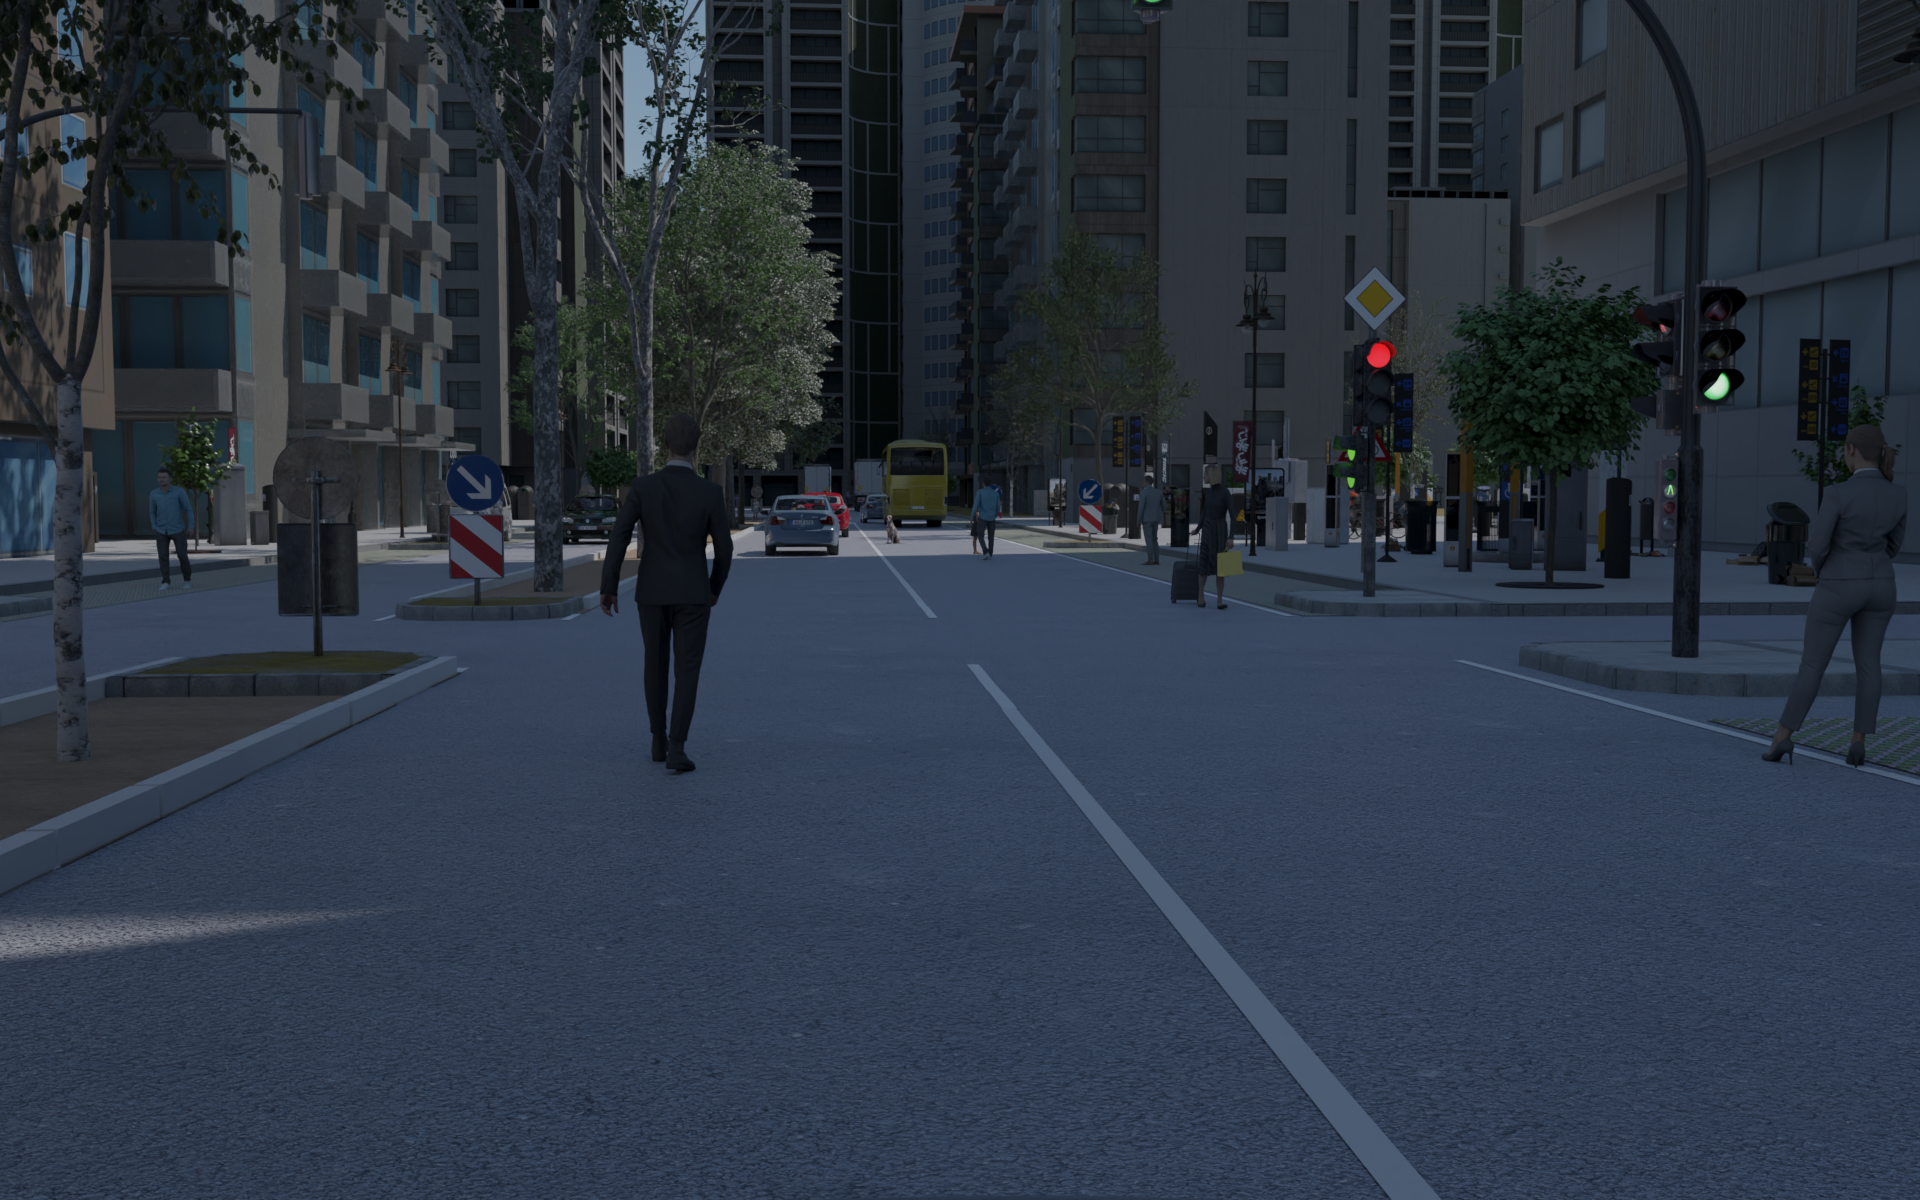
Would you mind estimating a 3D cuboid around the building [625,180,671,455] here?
[{"bbox_3d":[-34.859,-23.824,161.229,14.107,30.474,14.160,0,4,-4],"label":"building"}]

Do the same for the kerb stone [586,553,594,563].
[{"bbox_3d":[-7.827,-0.850,36.127,0.120,0.150,1.000,0,4,-4],"label":"kerb stone"}]

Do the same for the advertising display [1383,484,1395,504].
[{"bbox_3d":[24.229,-5.656,97.688,0.974,1.923,0.123,1,4,10],"label":"advertising display"}]

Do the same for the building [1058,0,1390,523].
[{"bbox_3d":[11.430,-18.987,82.140,14.160,30.474,14.107,0,4,-4],"label":"building"}]

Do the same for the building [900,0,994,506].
[{"bbox_3d":[7.518,-39.764,192.143,28.212,58.520,21.231,0,4,-4],"label":"building"}]

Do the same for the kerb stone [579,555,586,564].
[{"bbox_3d":[-7.757,-0.790,35.105,0.120,0.150,1.000,0,4,-4],"label":"kerb stone"}]

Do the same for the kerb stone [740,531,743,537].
[{"bbox_3d":[-7.277,-2.113,56.745,0.120,0.150,1.000,0,4,-4],"label":"kerb stone"}]

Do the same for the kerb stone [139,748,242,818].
[{"bbox_3d":[-3.622,0.859,8.149,0.120,0.150,1.000,0,4,-4],"label":"kerb stone"}]

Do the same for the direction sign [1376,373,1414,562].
[{"bbox_3d":[8.065,-2.484,32.618,0.876,3.537,0.379,1,4,19],"label":"direction sign"}]

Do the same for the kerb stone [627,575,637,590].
[{"bbox_3d":[-4.977,-0.236,26.056,0.120,0.150,1.000,0,4,-4],"label":"kerb stone"}]

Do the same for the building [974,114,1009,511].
[{"bbox_3d":[7.895,-22.245,135.406,14.160,30.474,14.107,0,4,-4],"label":"building"}]

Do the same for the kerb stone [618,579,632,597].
[{"bbox_3d":[-4.895,-0.174,25.035,0.120,0.150,1.000,0,4,-4],"label":"kerb stone"}]

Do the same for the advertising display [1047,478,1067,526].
[{"bbox_3d":[3.901,-3.943,69.675,0.974,1.923,0.123,-3,5,-41],"label":"advertising display"}]

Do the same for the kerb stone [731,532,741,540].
[{"bbox_3d":[-7.198,-2.051,55.726,0.120,0.150,1.000,0,4,-4],"label":"kerb stone"}]

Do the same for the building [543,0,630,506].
[{"bbox_3d":[-35.533,-42.841,138.702,20.563,71.187,20.611,0,4,-4],"label":"building"}]

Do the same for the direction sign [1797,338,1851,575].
[{"bbox_3d":[12.644,-2.044,25.409,0.876,3.537,0.379,-1,4,-16],"label":"direction sign"}]

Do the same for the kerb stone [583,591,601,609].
[{"bbox_3d":[-4.673,0.017,21.961,0.120,0.150,1.000,0,4,-4],"label":"kerb stone"}]

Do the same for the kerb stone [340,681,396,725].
[{"bbox_3d":[-3.855,0.672,11.211,0.120,0.150,1.000,0,4,-4],"label":"kerb stone"}]

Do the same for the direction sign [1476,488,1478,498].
[{"bbox_3d":[24.556,-5.518,82.220,0.876,3.537,0.379,2,4,33],"label":"direction sign"}]

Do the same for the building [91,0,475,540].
[{"bbox_3d":[-30.794,-26.898,59.398,23.786,49.044,30.456,0,4,-4],"label":"building"}]

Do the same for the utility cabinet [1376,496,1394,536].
[{"bbox_3d":[13.086,-2.620,53.999,0.306,1.237,1.020,-1,4,-23],"label":"utility cabinet"}]

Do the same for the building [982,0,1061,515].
[{"bbox_3d":[14.012,-30.176,112.994,23.786,49.044,30.456,0,4,-4],"label":"building"}]

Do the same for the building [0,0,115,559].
[{"bbox_3d":[-25.055,-23.207,29.550,14.600,45.320,14.200,0,4,-4],"label":"building"}]

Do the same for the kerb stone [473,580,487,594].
[{"bbox_3d":[-6.989,-0.164,24.874,0.120,0.150,1.000,0,4,-4],"label":"kerb stone"}]

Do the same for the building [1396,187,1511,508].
[{"bbox_3d":[43.411,-24.162,166.757,14.107,30.474,14.160,0,4,-4],"label":"building"}]

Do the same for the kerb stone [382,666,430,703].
[{"bbox_3d":[-3.937,0.609,12.234,0.120,0.150,1.000,0,4,-4],"label":"kerb stone"}]

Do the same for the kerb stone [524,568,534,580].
[{"bbox_3d":[-7.302,-0.409,28.972,0.120,0.150,1.000,0,4,-4],"label":"kerb stone"}]

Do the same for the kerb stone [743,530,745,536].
[{"bbox_3d":[-7.350,-2.175,57.765,0.120,0.150,1.000,0,4,-4],"label":"kerb stone"}]

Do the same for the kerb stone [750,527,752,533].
[{"bbox_3d":[-7.736,-2.484,62.876,0.120,0.150,1.000,0,4,-4],"label":"kerb stone"}]

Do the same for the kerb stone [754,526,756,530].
[{"bbox_3d":[-7.959,-2.676,65.942,0.120,0.150,1.000,0,4,-4],"label":"kerb stone"}]

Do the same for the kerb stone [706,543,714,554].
[{"bbox_3d":[-6.275,-1.293,43.433,0.120,0.150,1.000,0,4,-4],"label":"kerb stone"}]

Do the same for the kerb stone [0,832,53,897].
[{"bbox_3d":[-3.469,0.986,6.098,0.120,0.150,1.000,0,4,-4],"label":"kerb stone"}]

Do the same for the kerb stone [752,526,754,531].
[{"bbox_3d":[-7.884,-2.613,64.922,0.120,0.150,1.000,0,4,-4],"label":"kerb stone"}]

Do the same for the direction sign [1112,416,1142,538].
[{"bbox_3d":[4.852,-3.572,50.394,0.876,3.537,0.379,2,4,25],"label":"direction sign"}]

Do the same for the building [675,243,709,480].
[{"bbox_3d":[-34.350,-25.370,186.507,14.107,30.474,14.160,0,4,-4],"label":"building"}]

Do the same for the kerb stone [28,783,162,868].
[{"bbox_3d":[-3.548,0.922,7.124,0.120,0.150,1.000,0,4,-4],"label":"kerb stone"}]

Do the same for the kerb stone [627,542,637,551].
[{"bbox_3d":[-8.451,-1.348,44.293,0.120,0.150,1.000,0,4,-4],"label":"kerb stone"}]

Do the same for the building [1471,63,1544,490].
[{"bbox_3d":[58.450,-29.592,167.428,14.086,41.232,14.154,0,4,-4],"label":"building"}]

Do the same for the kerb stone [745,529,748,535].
[{"bbox_3d":[-7.499,-2.299,59.805,0.120,0.150,1.000,0,4,-4],"label":"kerb stone"}]

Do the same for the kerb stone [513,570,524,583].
[{"bbox_3d":[-7.224,-0.351,27.936,0.120,0.150,1.000,0,4,-4],"label":"kerb stone"}]

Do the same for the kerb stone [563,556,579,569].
[{"bbox_3d":[-7.681,-0.727,34.080,0.120,0.150,1.000,0,4,-4],"label":"kerb stone"}]

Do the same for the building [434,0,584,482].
[{"bbox_3d":[-29.922,-20.156,101.248,14.160,30.474,14.107,0,4,-4],"label":"building"}]

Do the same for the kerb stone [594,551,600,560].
[{"bbox_3d":[-7.913,-0.914,37.146,0.120,0.150,1.000,0,4,-4],"label":"kerb stone"}]

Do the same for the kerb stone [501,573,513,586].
[{"bbox_3d":[-7.140,-0.288,26.913,0.120,0.150,1.000,0,4,-4],"label":"kerb stone"}]

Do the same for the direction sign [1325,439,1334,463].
[{"bbox_3d":[15.269,-4.871,71.637,0.379,3.537,0.876,2,4,31],"label":"direction sign"}]

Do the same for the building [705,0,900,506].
[{"bbox_3d":[-16.912,-46.008,190.475,20.611,71.187,20.563,0,4,-4],"label":"building"}]

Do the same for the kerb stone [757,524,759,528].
[{"bbox_3d":[-8.197,-2.863,69.003,0.120,0.150,1.000,0,4,-4],"label":"kerb stone"}]

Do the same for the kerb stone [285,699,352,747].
[{"bbox_3d":[-3.789,0.735,10.188,0.120,0.150,1.000,0,4,-4],"label":"kerb stone"}]

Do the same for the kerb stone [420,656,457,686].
[{"bbox_3d":[-4.019,0.552,13.259,0.120,0.150,1.000,0,4,-4],"label":"kerb stone"}]

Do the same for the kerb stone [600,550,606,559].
[{"bbox_3d":[-7.986,-0.977,38.166,0.120,0.150,1.000,0,4,-4],"label":"kerb stone"}]

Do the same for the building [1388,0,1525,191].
[{"bbox_3d":[52.507,-46.285,195.005,20.611,71.187,20.563,0,4,-4],"label":"building"}]

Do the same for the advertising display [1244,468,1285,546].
[{"bbox_3d":[7.439,-2.273,42.376,0.974,1.923,0.123,0,4,2],"label":"advertising display"}]

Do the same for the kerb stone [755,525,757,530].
[{"bbox_3d":[-8.035,-2.738,66.961,0.120,0.150,1.000,0,4,-4],"label":"kerb stone"}]

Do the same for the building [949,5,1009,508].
[{"bbox_3d":[10.479,-30.706,156.670,22.147,44.769,28.867,0,4,-4],"label":"building"}]

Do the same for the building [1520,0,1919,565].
[{"bbox_3d":[29.301,-27.213,34.174,27.495,52.752,28.713,0,4,-4],"label":"building"}]

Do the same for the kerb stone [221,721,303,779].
[{"bbox_3d":[-3.707,0.797,9.167,0.120,0.150,1.000,0,4,-4],"label":"kerb stone"}]

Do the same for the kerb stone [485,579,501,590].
[{"bbox_3d":[-7.061,-0.226,25.894,0.120,0.150,1.000,0,4,-4],"label":"kerb stone"}]
